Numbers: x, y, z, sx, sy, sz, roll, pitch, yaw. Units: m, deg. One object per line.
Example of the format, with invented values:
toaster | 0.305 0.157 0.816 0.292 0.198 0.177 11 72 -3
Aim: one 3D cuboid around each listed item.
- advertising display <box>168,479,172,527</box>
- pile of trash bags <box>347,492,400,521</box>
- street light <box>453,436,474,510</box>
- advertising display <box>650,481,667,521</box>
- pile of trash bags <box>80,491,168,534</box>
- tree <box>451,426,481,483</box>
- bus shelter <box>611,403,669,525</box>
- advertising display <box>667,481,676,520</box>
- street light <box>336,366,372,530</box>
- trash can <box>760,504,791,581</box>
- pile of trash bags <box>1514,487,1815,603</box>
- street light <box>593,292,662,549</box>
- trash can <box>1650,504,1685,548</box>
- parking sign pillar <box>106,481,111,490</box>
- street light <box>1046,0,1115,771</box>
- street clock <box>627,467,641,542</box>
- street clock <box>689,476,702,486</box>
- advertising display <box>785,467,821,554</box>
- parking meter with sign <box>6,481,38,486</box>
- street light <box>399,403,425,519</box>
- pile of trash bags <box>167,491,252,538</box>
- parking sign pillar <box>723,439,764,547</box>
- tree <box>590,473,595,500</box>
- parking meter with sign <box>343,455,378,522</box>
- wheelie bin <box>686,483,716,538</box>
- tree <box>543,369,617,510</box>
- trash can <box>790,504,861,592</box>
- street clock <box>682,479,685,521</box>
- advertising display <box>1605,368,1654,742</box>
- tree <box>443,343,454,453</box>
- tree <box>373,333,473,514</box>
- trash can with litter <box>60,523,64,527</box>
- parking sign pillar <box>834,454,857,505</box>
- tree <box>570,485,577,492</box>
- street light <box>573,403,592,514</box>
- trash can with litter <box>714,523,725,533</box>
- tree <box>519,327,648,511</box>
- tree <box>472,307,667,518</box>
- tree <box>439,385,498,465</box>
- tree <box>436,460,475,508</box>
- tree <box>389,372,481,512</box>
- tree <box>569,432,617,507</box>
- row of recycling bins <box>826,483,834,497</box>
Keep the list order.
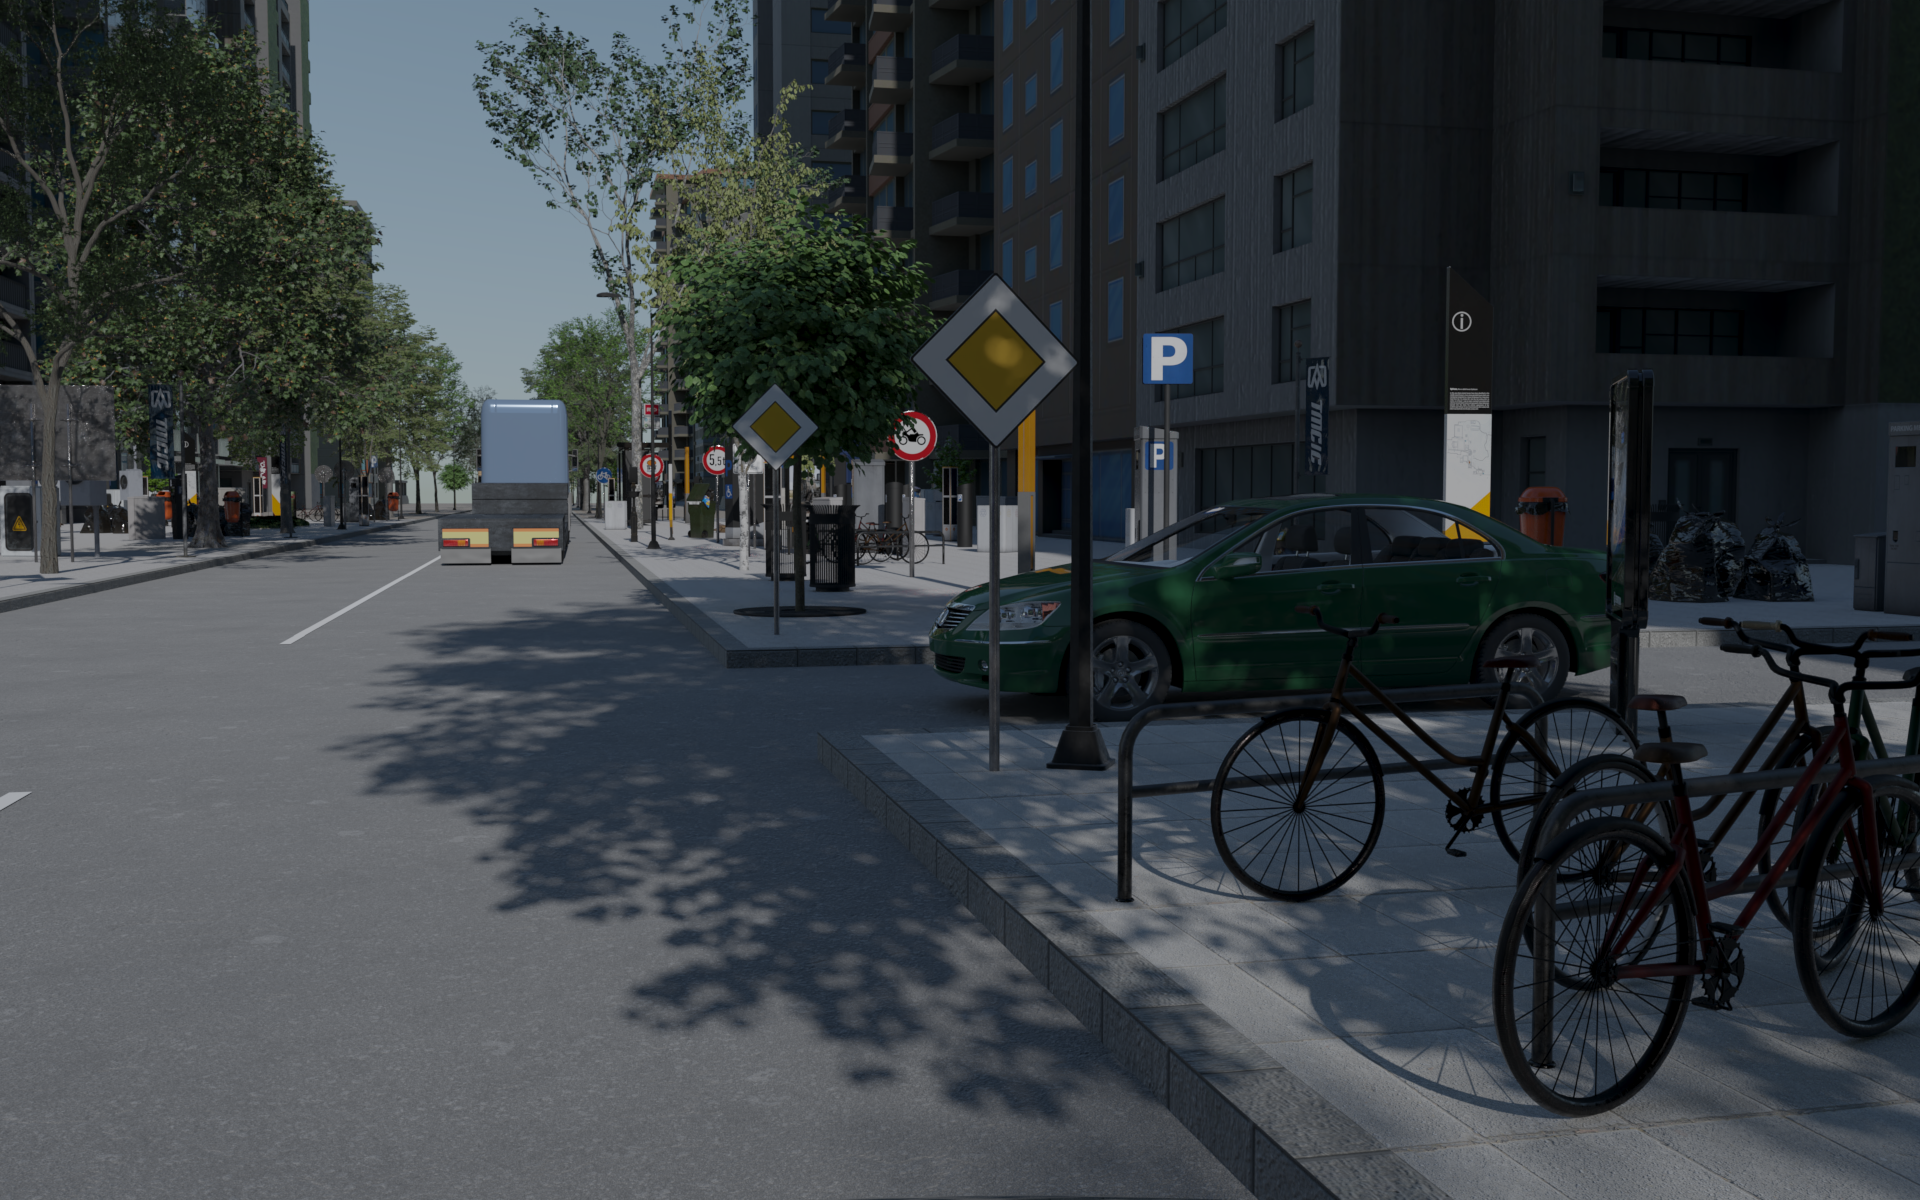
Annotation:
advertising display | -29.977 -3.765 66.768 0.123 1.923 0.974 3 5 42
pile of trash bags | -28.399 -4.551 84.161 3.447 1.369 1.912 2 4 35
street light | -39.414 -10.047 136.803 1.470 5.913 1.316 -1 4 -13
advertising display | -14.702 -4.767 83.150 0.974 1.923 0.123 0 4 5
pile of trash bags | -27.055 -2.871 56.696 3.447 1.369 1.912 1 4 21
tree | -49.083 -13.718 174.645 4.360 8.622 3.978 0 3 0
bus shelter | -13.734 -5.896 74.036 2.179 5.291 8.768 -1 4 -13
advertising display | -14.359 -4.943 86.032 0.123 1.923 0.974 1 4 12
street light | -21.801 -5.501 62.490 1.470 5.913 1.316 -1 4 -13
trash can | -2.583 -0.858 25.686 0.748 1.137 0.748 0 3 0
pile of trash bags | 8.470 -0.700 21.202 3.447 1.369 1.912 0 4 -7
street light | -7.673 -4.133 40.118 1.470 5.913 1.316 -1 4 -13
trash can | 10.096 -0.823 25.113 0.748 1.137 0.748 0 3 0
parking sign pillar | -36.465 -5.217 73.767 1.447 3.967 1.447 -2 4 -26
street light | 0.044 -2.162 7.888 1.470 5.913 1.316 -1 4 -13
street clock | -8.699 -2.547 46.207 0.358 2.002 0.471 -1 4 -10
street clock | -10.568 -3.998 69.931 0.358 2.002 0.471 1 4 9
advertising display | -3.333 -1.935 36.846 0.123 1.923 0.974 3 5 40
parking meter with sign | -25.137 -3.068 46.421 1.738 3.016 0.543 0 4 -2
street light | -27.909 -7.069 88.125 1.470 5.913 1.316 -1 4 -13
pile of trash bags | -22.264 -2.588 52.072 1.912 1.369 3.447 -3 4 -39
parking sign pillar | -5.169 -3.332 42.953 1.447 3.967 1.447 -3 4 -36
tree | -32.739 -9.779 154.488 1.663 3.219 1.824 0 3 0
parking meter with sign | -27.312 -5.034 78.563 1.738 3.016 0.543 1 4 16
wheelie bin | -7.547 -2.610 50.578 0.980 1.594 0.693 3 4 38
tree | -31.465 -13.692 141.990 7.486 12.596 7.792 0 3 0
trash can | -1.684 -0.686 22.864 0.748 1.137 0.748 0 3 0
street clock | -13.014 -4.748 82.203 0.358 2.002 0.471 -2 4 -29
advertising display | 3.588 -0.251 9.319 0.123 1.923 0.974 1 4 15
tree | -31.338 -10.728 93.523 7.486 12.596 7.792 0 3 0
tree | -34.998 -11.331 111.022 9.928 11.665 9.643 0 3 0
trash can with litter | -35.185 -3.384 66.718 0.624 1.170 1.055 2 4 33
parking sign pillar | -3.608 -4.112 55.708 1.447 3.967 1.447 1 4 20
tree | -40.975 -14.525 187.848 4.360 8.622 3.978 0 3 0
street light | -19.083 -7.107 88.742 1.470 5.913 1.316 -1 4 -13
trash can with litter | -7.638 -2.820 57.493 0.624 1.170 1.055 3 4 38
tree | -28.090 -13.628 129.479 9.857 13.997 8.962 0 3 0
tree | -19.662 -10.335 94.740 9.928 11.665 9.643 0 3 0
tree | -53.484 -17.287 193.018 12.009 13.543 11.850 0 3 0
tree | -46.060 -10.644 157.745 4.285 4.588 4.351 0 3 0
tree | -37.630 -11.620 124.393 8.767 10.594 7.601 -1 4 -17
tree | -38.148 -15.668 173.175 9.611 12.733 9.660 0 3 0
row of recycling bins | -4.932 -3.674 67.180 1.069 1.692 3.534 1 4 20
